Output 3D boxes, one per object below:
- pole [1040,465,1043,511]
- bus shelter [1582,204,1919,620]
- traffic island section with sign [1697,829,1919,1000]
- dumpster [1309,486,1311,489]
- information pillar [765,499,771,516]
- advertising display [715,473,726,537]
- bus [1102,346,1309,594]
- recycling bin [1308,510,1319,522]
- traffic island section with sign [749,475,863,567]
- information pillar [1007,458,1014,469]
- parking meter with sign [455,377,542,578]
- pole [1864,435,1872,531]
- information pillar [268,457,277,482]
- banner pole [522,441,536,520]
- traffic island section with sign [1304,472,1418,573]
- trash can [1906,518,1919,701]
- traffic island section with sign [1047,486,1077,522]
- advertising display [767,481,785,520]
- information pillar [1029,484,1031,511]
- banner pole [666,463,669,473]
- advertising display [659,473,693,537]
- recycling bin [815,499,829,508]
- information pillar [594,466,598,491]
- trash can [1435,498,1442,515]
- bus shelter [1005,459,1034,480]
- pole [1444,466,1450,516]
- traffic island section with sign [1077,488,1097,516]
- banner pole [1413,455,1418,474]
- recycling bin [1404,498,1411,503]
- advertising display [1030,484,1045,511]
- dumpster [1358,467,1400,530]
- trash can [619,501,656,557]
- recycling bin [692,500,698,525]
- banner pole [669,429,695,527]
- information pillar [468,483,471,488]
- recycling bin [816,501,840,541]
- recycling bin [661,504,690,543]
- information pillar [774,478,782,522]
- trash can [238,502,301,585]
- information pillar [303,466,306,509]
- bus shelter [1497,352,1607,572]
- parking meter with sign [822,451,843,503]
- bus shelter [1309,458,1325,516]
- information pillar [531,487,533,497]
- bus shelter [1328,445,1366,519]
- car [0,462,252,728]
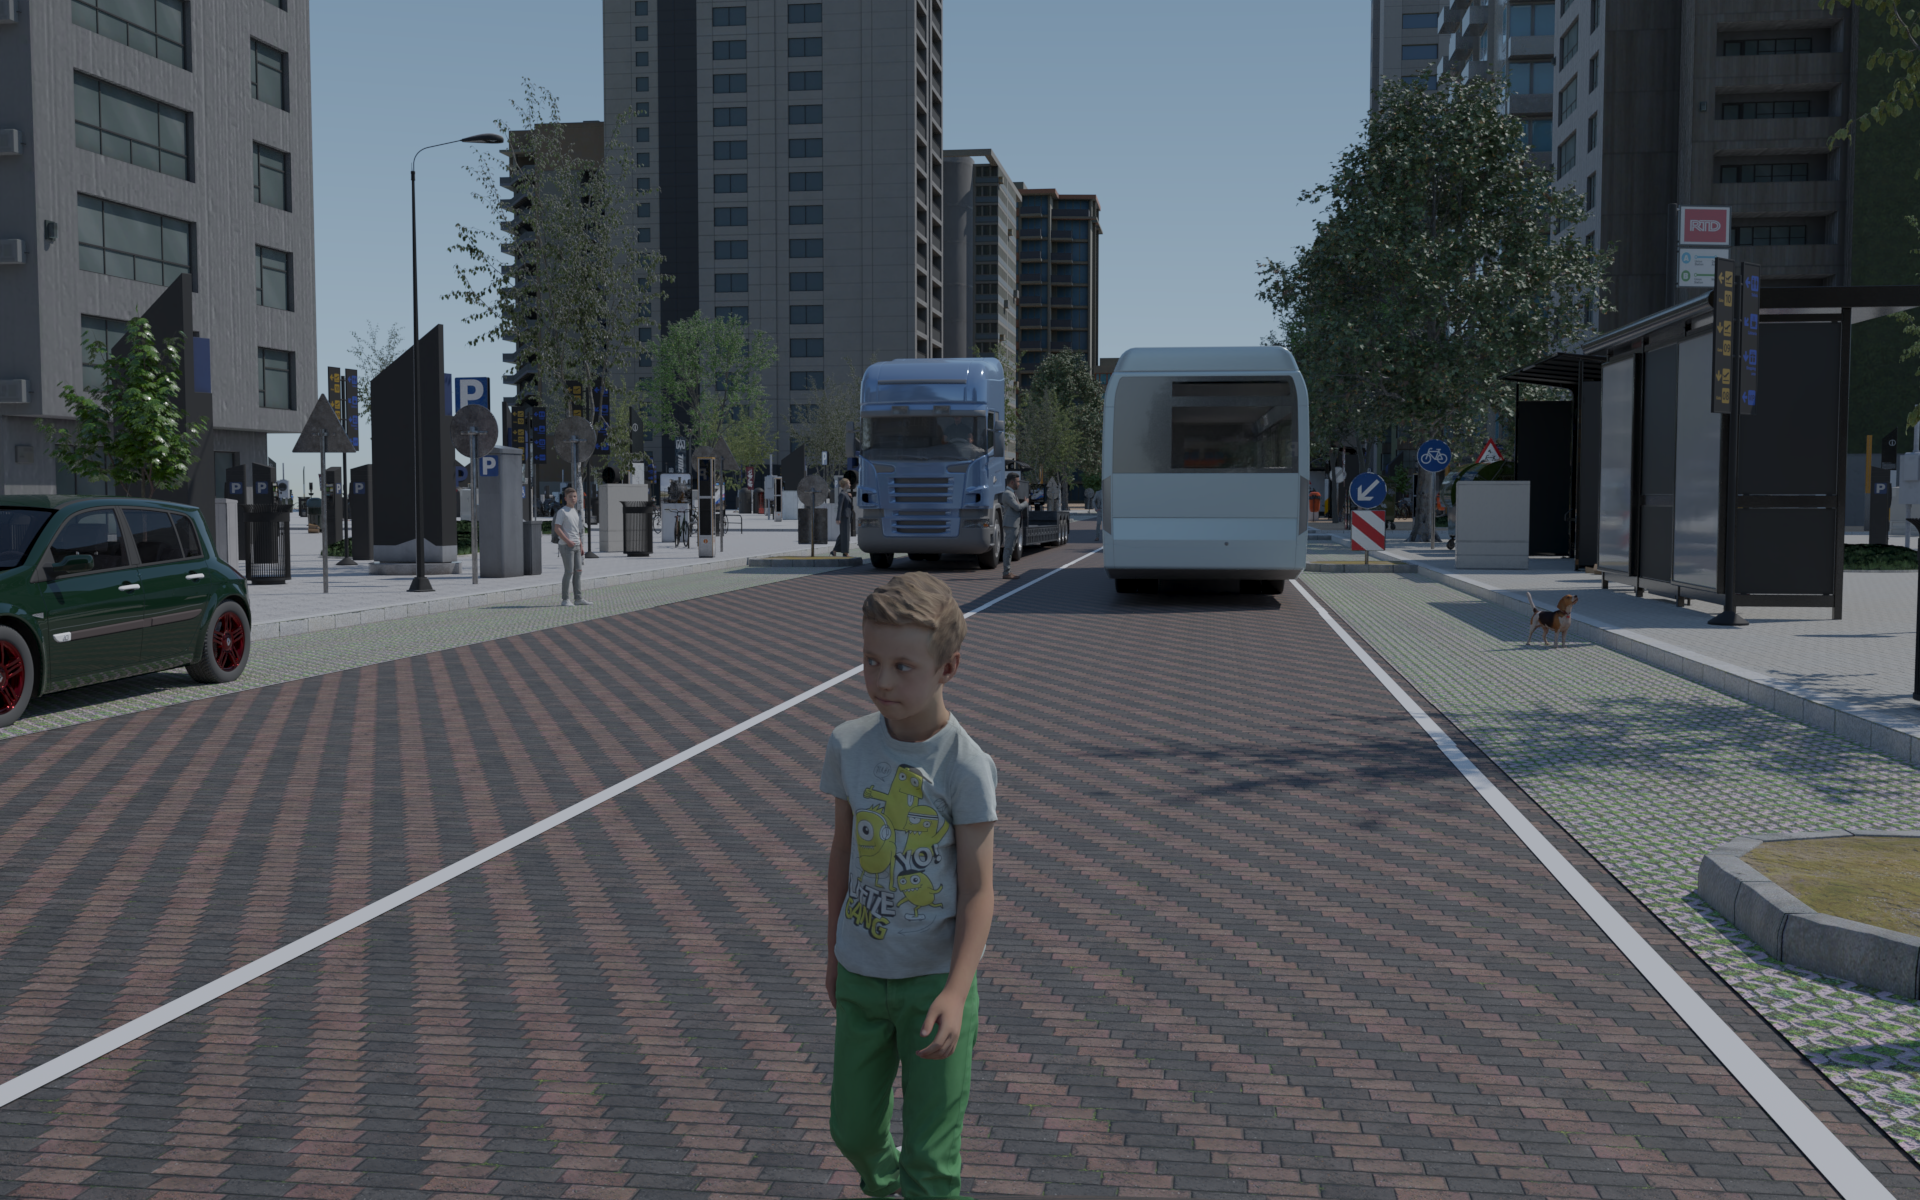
[{"bbox_3d":[5.501,-7.541,117.140,0.158,3.312,0.155,0,3,0],"label":"pole"},{"bbox_3d":[9.279,-2.700,21.779,2.179,5.291,8.768,0,4,8],"label":"bus shelter"},{"bbox_3d":[3.540,0.190,5.529,1.989,1.847,2.006,1,4,8],"label":"traffic island section with sign"},{"bbox_3d":[18.056,-5.280,92.087,1.264,1.857,1.865,0,4,8],"label":"dumpster"},{"bbox_3d":[-11.348,-5.972,102.139,0.304,2.012,0.304,-1,4,-16],"label":"information pillar"},{"bbox_3d":[-7.385,-2.870,52.135,0.123,1.923,0.974,2,4,27],"label":"advertising display"},{"bbox_3d":[3.846,-2.038,28.187,2.948,3.499,13.247,0,4,7],"label":"bus"},{"bbox_3d":[16.355,-4.210,81.380,0.722,1.027,0.722,-2,4,-27],"label":"recycling bin"},{"bbox_3d":[-3.015,-1.593,34.666,1.989,1.847,2.006,1,4,8],"label":"traffic island section with sign"},{"bbox_3d":[3.279,-7.342,111.403,0.504,3.616,0.183,-2,4,-27],"label":"information pillar"},{"bbox_3d":[-7.051,-1.860,26.675,0.543,3.016,1.738,1,4,15],"label":"parking meter with sign"},{"bbox_3d":[31.482,-4.050,60.054,0.158,3.312,0.155,0,3,0],"label":"pole"},{"bbox_3d":[-42.732,-7.113,107.644,0.504,3.616,0.183,-2,4,-29],"label":"information pillar"},{"bbox_3d":[-17.825,-5.027,72.216,0.401,3.779,0.863,-3,4,-39],"label":"banner pole"},{"bbox_3d":[7.405,-1.442,32.207,1.989,1.847,2.006,1,4,8],"label":"traffic island section with sign"},{"bbox_3d":[5.964,0.090,10.179,0.748,1.137,0.748,0,3,0],"label":"trash can"},{"bbox_3d":[4.802,-4.901,88.759,1.989,1.847,2.006,1,4,8],"label":"traffic island section with sign"},{"bbox_3d":[-9.264,-5.016,87.224,0.974,1.923,0.123,1,4,17],"label":"advertising display"},{"bbox_3d":[4.939,-7.339,124.488,0.304,2.012,0.304,0,4,-6],"label":"information pillar"},{"bbox_3d":[-23.113,-9.038,137.785,0.863,3.779,0.401,-2,4,-33],"label":"banner pole"},{"bbox_3d":[-8.506,-2.853,51.861,0.974,1.923,0.123,0,4,-3],"label":"advertising display"},{"bbox_3d":[-7.502,-4.946,93.417,0.722,1.027,0.722,1,4,22],"label":"recycling bin"},{"bbox_3d":[-29.954,-9.247,142.542,0.183,3.616,0.504,-3,5,-43],"label":"information pillar"},{"bbox_3d":[28.826,-5.676,104.459,0.748,1.137,0.748,0,3,0],"label":"trash can"},{"bbox_3d":[3.181,-6.731,103.979,2.014,3.302,5.546,0,4,8],"label":"bus shelter"},{"bbox_3d":[22.259,-5.215,79.107,0.158,3.312,0.155,0,3,0],"label":"pole"},{"bbox_3d":[8.672,-6.533,115.436,1.989,1.847,2.006,1,4,8],"label":"traffic island section with sign"},{"bbox_3d":[29.553,-7.480,112.319,0.863,3.779,0.401,-2,4,-35],"label":"banner pole"},{"bbox_3d":[29.776,-6.343,116.257,0.722,1.027,0.722,-1,4,-12],"label":"recycling bin"},{"bbox_3d":[4.791,-6.232,107.107,0.974,1.923,0.123,2,4,31],"label":"advertising display"},{"bbox_3d":[15.039,-3.677,62.609,1.502,2.255,1.985,0,4,8],"label":"dumpster"},{"bbox_3d":[-6.601,-1.458,35.492,0.748,1.137,0.748,0,3,0],"label":"trash can"},{"bbox_3d":[-11.407,-3.720,73.371,0.722,1.027,0.722,1,4,18],"label":"recycling bin"},{"bbox_3d":[-10.579,-4.683,66.578,0.863,3.779,0.401,-2,4,-33],"label":"banner pole"},{"bbox_3d":[-33.831,-7.060,119.928,0.304,2.012,0.304,3,4,38],"label":"information pillar"},{"bbox_3d":[-3.417,-2.122,47.245,0.722,1.027,0.722,1,4,10],"label":"recycling bin"},{"bbox_3d":[-7.592,-2.054,46.130,0.722,1.027,0.722,-1,4,-11],"label":"recycling bin"},{"bbox_3d":[-8.415,-4.619,80.017,0.304,2.012,0.304,-1,4,-19],"label":"information pillar"},{"bbox_3d":[-9.841,-0.793,24.615,0.748,1.137,0.748,0,3,0],"label":"trash can"},{"bbox_3d":[-55.173,-9.441,145.721,0.183,3.616,0.504,-1,4,-13],"label":"information pillar"},{"bbox_3d":[11.159,-2.467,31.620,1.731,3.624,6.357,1,4,8],"label":"bus shelter"},{"bbox_3d":[-4.765,-4.591,71.318,1.738,3.016,0.543,-2,4,-26],"label":"parking meter with sign"},{"bbox_3d":[20.566,-6.405,98.646,2.014,3.302,5.546,1,4,8],"label":"bus shelter"},{"bbox_3d":[-31.629,-7.513,127.322,0.304,2.012,0.304,3,5,42],"label":"information pillar"},{"bbox_3d":[18.805,-5.733,85.020,1.731,3.624,6.357,0,4,8],"label":"bus shelter"},{"bbox_3d":[-6.510,-0.123,11.797,2.009,1.686,4.222,0,4,7],"label":"car"}]
